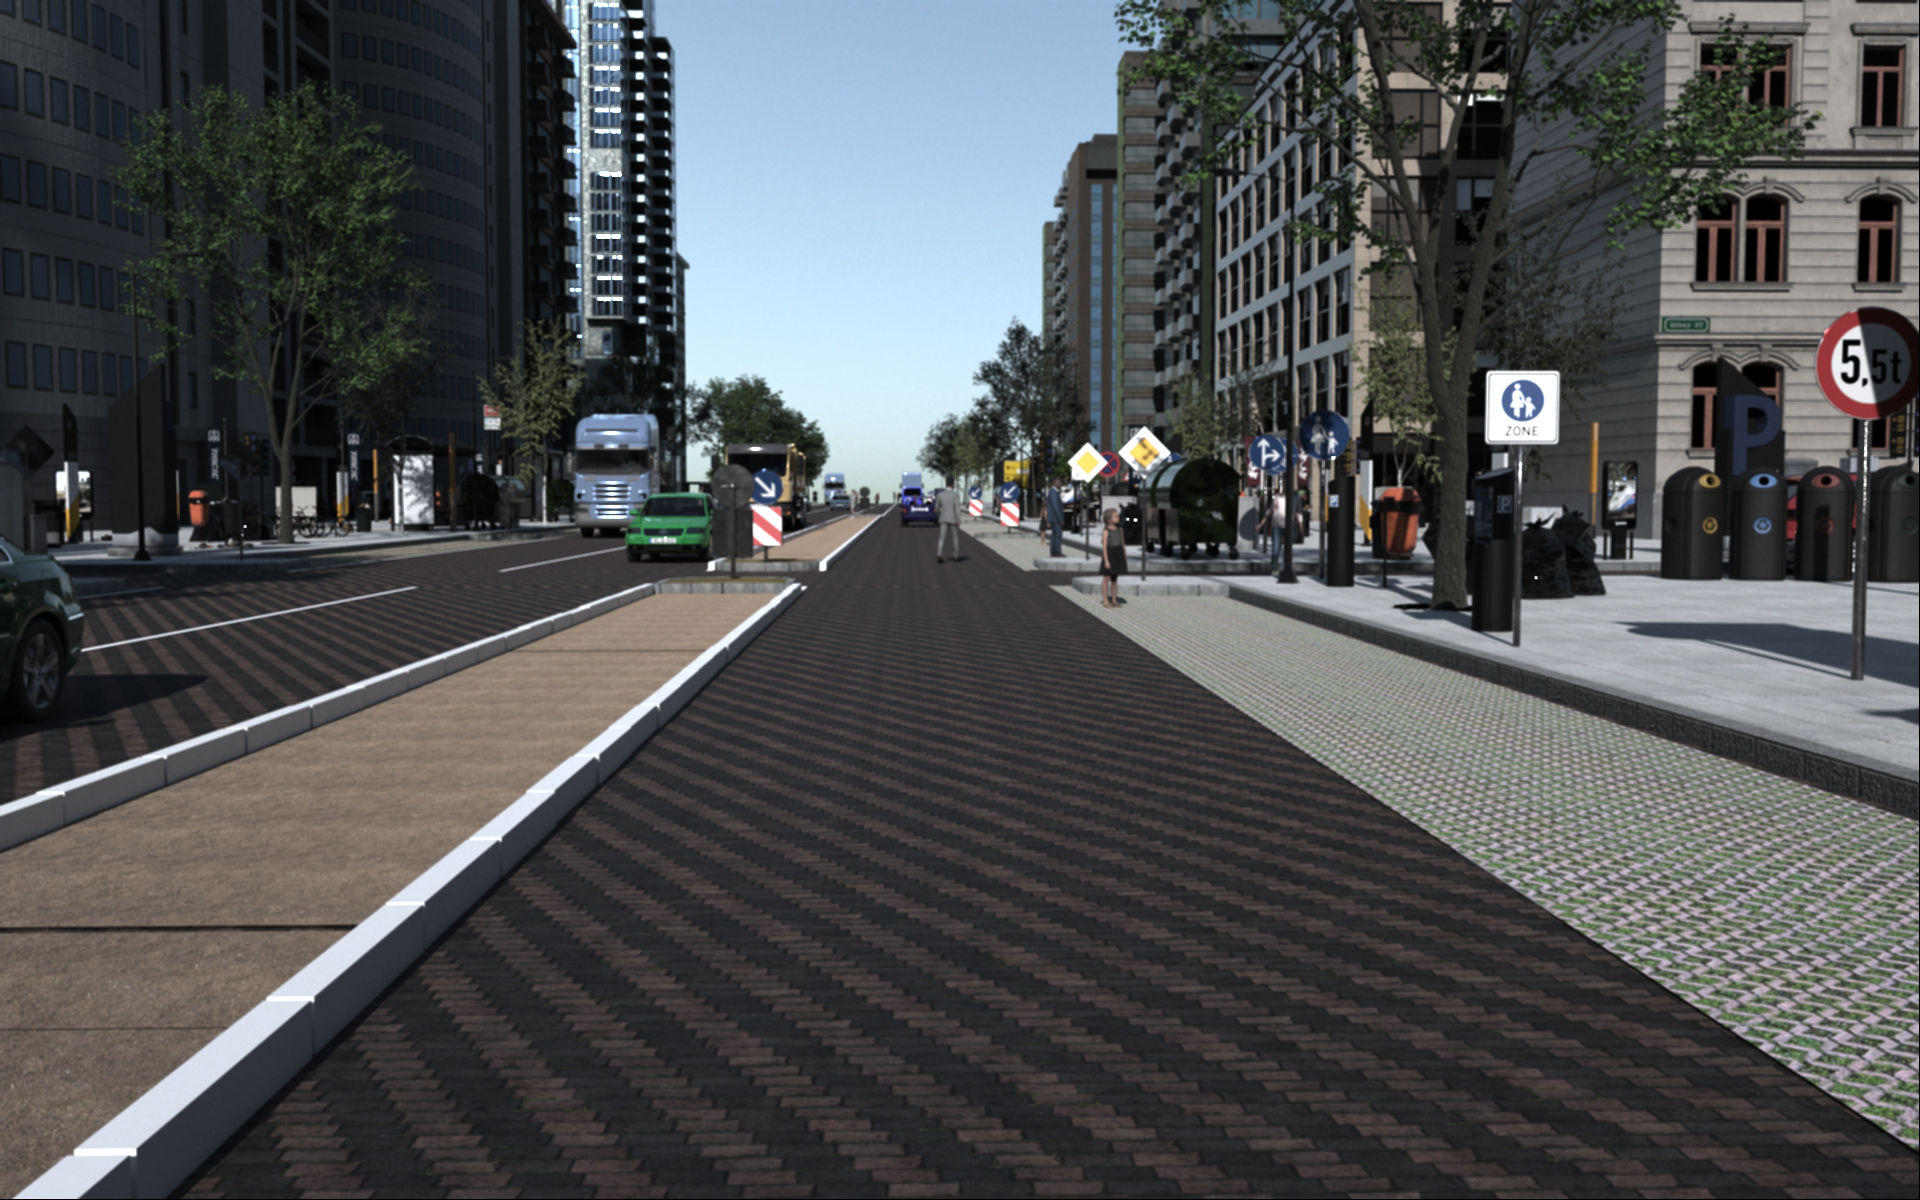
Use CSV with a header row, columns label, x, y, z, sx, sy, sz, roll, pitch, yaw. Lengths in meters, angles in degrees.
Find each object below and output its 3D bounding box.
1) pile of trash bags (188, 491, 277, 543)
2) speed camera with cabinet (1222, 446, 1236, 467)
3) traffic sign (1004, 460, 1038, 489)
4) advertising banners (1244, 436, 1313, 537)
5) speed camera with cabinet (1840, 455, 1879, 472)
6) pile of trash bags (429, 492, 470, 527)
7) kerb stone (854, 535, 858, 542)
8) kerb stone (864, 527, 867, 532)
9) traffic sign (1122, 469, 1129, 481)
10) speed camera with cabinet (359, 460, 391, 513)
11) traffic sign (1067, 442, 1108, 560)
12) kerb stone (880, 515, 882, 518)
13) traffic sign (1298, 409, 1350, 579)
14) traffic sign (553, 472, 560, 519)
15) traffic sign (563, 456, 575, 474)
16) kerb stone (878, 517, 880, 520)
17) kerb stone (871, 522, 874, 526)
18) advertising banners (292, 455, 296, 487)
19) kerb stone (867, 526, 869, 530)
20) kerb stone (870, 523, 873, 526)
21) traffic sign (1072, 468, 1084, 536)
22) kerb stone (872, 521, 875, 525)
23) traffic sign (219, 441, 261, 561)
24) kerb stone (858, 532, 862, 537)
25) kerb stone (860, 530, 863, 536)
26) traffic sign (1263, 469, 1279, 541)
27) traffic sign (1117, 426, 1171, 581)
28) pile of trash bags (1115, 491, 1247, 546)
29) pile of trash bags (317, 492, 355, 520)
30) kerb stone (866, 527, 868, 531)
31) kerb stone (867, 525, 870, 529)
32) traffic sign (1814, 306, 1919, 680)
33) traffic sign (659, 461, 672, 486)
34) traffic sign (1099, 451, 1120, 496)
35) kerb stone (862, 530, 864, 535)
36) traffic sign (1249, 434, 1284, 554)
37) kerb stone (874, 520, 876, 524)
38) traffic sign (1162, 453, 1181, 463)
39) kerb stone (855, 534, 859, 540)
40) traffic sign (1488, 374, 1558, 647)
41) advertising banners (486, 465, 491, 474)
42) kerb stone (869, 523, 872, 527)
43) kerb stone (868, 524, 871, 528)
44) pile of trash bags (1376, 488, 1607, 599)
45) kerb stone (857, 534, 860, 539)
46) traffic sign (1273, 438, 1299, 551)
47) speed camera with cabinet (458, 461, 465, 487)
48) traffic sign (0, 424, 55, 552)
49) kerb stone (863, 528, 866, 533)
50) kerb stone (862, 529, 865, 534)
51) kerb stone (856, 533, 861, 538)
label,x,y,z,sx,sy,sz,roll,pitch,yaw
pile of trash bags,-19.958,-2.271,46.886,1.912,1.369,3.447,0,4,0
speed camera with cabinet,10.923,-4.746,71.927,0.660,3.252,2.038,-1,4,-17
traffic sign,3.762,-6.773,104.609,2.265,3.308,0.079,0,3,0
advertising banners,9.548,-3.415,52.019,2.074,3.025,0.090,1,4,19
speed camera with cabinet,22.199,-2.882,41.455,2.038,3.252,0.660,0,4,1
pile of trash bags,-20.918,-3.666,69.691,1.912,1.369,3.447,-2,4,-25
kerb stone,-3.132,-1.723,50.515,0.120,0.150,1.000,0,4,-2
kerb stone,-3.476,-2.421,61.784,0.120,0.150,1.000,0,4,-2
traffic sign,7.073,-4.341,70.972,0.884,2.594,0.081,0,4,6
speed camera with cabinet,-31.018,-5.983,92.165,0.660,3.252,2.038,3,5,40
traffic sign,2.464,-1.827,33.507,0.795,2.450,0.064,0,4,-2
kerb stone,-4.516,-4.483,95.635,0.120,0.150,1.000,0,4,-2
traffic sign,5.492,-1.597,26.210,0.768,2.556,0.104,0,4,3
traffic sign,-20.887,-5.439,89.029,0.768,2.556,0.104,0,4,5
traffic sign,-20.120,-6.042,92.665,2.265,3.308,0.079,0,4,5
kerb stone,-4.305,-4.053,88.455,0.120,0.150,1.000,0,4,-2
kerb stone,-3.824,-3.111,73.065,0.120,0.150,1.000,0,4,-2
advertising banners,-30.111,-4.994,77.836,0.090,3.025,2.074,-2,4,-34
kerb stone,-3.571,-2.610,64.873,0.120,0.150,1.000,0,4,-2
kerb stone,-3.752,-2.986,71.019,0.120,0.150,1.000,0,4,-2
traffic sign,3.687,-3.088,52.616,0.606,2.300,0.079,0,4,0
kerb stone,-3.880,-3.237,75.115,0.120,0.150,1.000,0,4,-2
traffic sign,-13.723,-1.797,33.031,0.795,2.450,0.064,0,4,-2
kerb stone,-3.256,-1.983,54.611,0.120,0.150,1.000,0,4,-2
kerb stone,-3.322,-2.108,56.656,0.120,0.150,1.000,0,4,-2
traffic sign,8.531,-2.880,47.186,0.768,2.556,0.104,0,4,0
traffic sign,2.710,-1.338,25.525,0.795,2.450,0.064,0,4,-2
pile of trash bags,5.508,-2.072,43.630,3.447,1.369,1.912,1,4,11
pile of trash bags,-31.179,-4.691,86.451,1.912,1.369,3.447,-2,4,-24
kerb stone,-3.508,-2.482,62.810,0.120,0.150,1.000,0,4,-2
kerb stone,-3.601,-2.671,65.899,0.120,0.150,1.000,0,4,-2
traffic sign,6.195,-0.720,11.879,0.768,2.556,0.104,0,4,-1
traffic sign,-19.116,-6.988,108.122,2.265,3.308,0.079,0,4,2
traffic sign,4.363,-3.130,51.290,0.768,2.556,0.104,0,4,6
kerb stone,-3.343,-2.170,57.682,0.120,0.150,1.000,0,4,-2
traffic sign,6.552,-2.264,37.120,0.768,2.556,0.104,0,4,-1
kerb stone,-3.984,-3.424,78.199,0.120,0.150,1.000,0,4,-2
traffic sign,6.554,-3.260,53.413,0.768,2.556,0.104,0,4,0
kerb stone,-3.164,-1.794,51.536,0.120,0.150,1.000,0,4,-2
traffic sign,4.680,-0.756,14.496,0.606,2.300,0.079,0,4,0
advertising banners,-28.779,-6.507,102.578,2.074,3.025,0.090,-2,4,-33
kerb stone,-3.734,-2.924,69.997,0.120,0.150,1.000,0,4,-2
kerb stone,-3.674,-2.799,67.954,0.120,0.150,1.000,0,4,-2
pile of trash bags,6.795,-0.799,22.817,1.912,1.369,3.447,-2,4,-31
kerb stone,-3.190,-1.849,52.559,0.120,0.150,1.000,0,4,-2
traffic sign,7.266,-2.391,39.200,0.768,2.556,0.104,0,4,1
speed camera with cabinet,-29.421,-6.784,105.251,2.038,3.252,0.660,-2,4,-31
traffic sign,-13.477,-1.309,25.049,0.795,2.450,0.064,0,4,-2
kerb stone,-3.410,-2.295,59.732,0.120,0.150,1.000,0,4,-2
kerb stone,-3.376,-2.233,58.711,0.120,0.150,1.000,0,4,-2
kerb stone,-3.223,-1.916,53.582,0.120,0.150,1.000,0,4,-2
